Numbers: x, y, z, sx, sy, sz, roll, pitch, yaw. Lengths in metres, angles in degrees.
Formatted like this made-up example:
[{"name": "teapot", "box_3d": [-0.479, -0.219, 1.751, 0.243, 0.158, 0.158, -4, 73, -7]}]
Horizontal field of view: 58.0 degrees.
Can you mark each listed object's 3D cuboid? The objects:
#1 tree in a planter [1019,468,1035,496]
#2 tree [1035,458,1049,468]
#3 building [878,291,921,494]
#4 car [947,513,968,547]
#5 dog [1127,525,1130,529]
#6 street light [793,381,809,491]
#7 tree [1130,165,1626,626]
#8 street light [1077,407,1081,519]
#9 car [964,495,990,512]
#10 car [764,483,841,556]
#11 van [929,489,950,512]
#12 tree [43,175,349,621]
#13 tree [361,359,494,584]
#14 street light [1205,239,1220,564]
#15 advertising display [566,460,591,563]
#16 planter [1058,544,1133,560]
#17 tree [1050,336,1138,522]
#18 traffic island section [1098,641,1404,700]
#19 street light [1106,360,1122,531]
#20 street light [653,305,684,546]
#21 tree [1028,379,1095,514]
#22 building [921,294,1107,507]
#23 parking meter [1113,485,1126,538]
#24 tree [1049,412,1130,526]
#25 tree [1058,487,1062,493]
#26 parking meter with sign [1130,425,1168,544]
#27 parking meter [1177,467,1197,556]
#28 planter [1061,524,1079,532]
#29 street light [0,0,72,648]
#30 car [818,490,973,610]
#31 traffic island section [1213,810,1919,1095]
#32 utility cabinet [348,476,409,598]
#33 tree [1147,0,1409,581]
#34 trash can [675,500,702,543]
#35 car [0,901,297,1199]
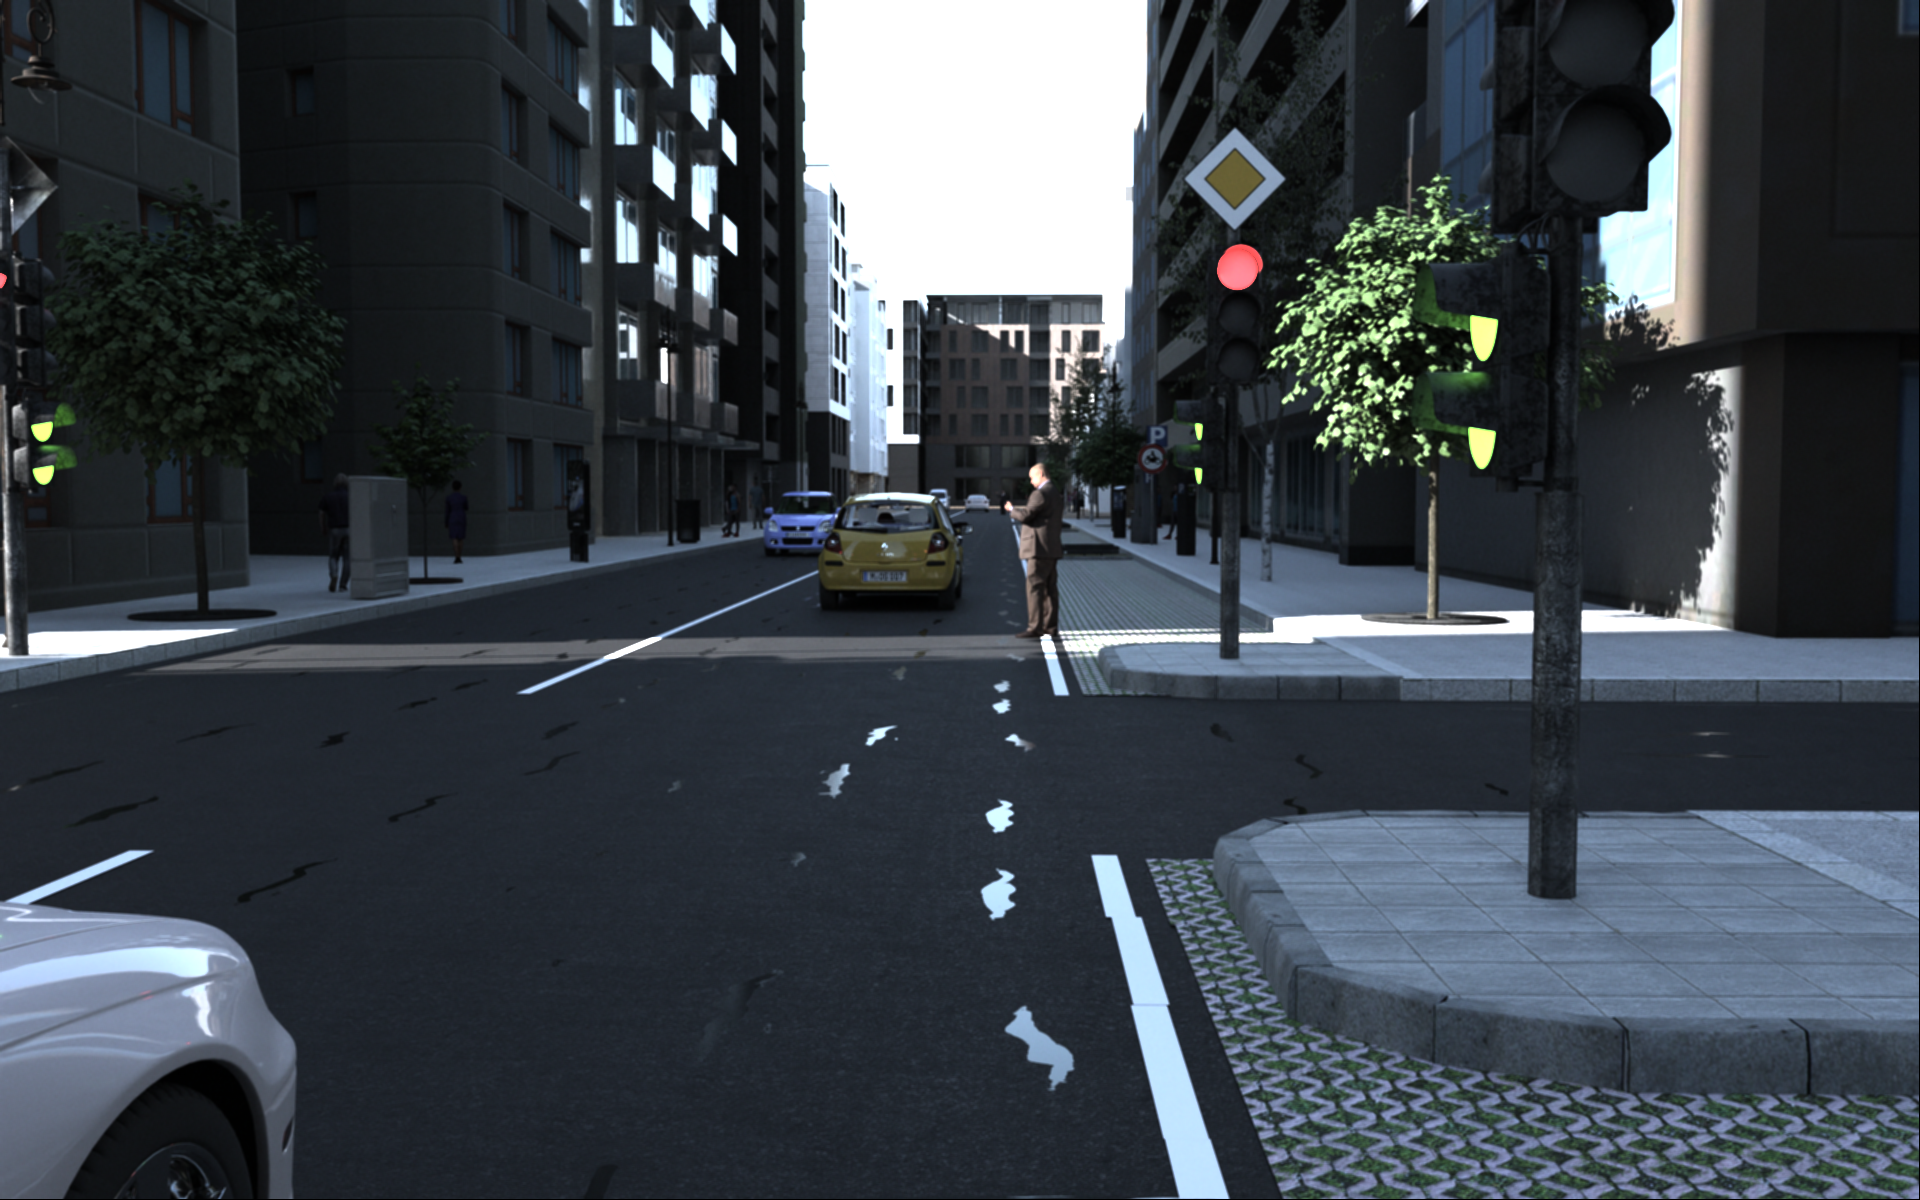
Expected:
[{"name": "tree in a planter", "box_3d": [4.795, -7.223, 115.322, 1.991, 3.239, 1.994, 0, 4, 1]}, {"name": "tree", "box_3d": [7.347, -9.539, 139.681, 4.285, 4.588, 4.351, 0, 3, 0]}, {"name": "building", "box_3d": [-20.146, -21.074, 188.529, 32.646, 21.610, 27.936, 0, 4, 1]}, {"name": "car", "box_3d": [-0.851, -0.998, 28.896, 1.945, 1.354, 3.894, 0, 4, 2]}, {"name": "dog", "box_3d": [6.214, -2.782, 63.217, 0.748, 0.427, 0.550, -2, 4, -33]}, {"name": "street light", "box_3d": [-6.476, -5.993, 70.774, 0.468, 5.910, 1.993, 0, 4, 1]}, {"name": "tree", "box_3d": [4.754, -2.068, 17.522, 4.285, 4.588, 4.351, 0, 3, 0]}, {"name": "street light", "box_3d": [6.030, -7.055, 88.138, 0.468, 5.910, 1.993, 0, 4, 1]}, {"name": "car", "box_3d": [1.348, -7.639, 137.260, 2.083, 1.381, 4.827, 0, 4, 0]}, {"name": "car", "box_3d": [-3.638, -1.935, 41.229, 1.945, 1.707, 3.694, 0, 4, 2]}, {"name": "van", "box_3d": [-1.756, -8.139, 140.087, 2.013, 2.044, 4.112, 0, 4, 3]}, {"name": "tree", "box_3d": [-7.947, -2.102, 18.089, 4.285, 4.588, 4.351, 0, 3, 0]}, {"name": "tree", "box_3d": [-7.817, -1.864, 25.083, 1.663, 3.219, 1.824, 0, 3, 0]}, {"name": "street light", "box_3d": [4.663, -3.594, 31.548, 0.468, 5.910, 1.993, 0, 4, 1]}, {"name": "advertising display", "box_3d": [-7.219, -1.686, 32.786, 0.123, 1.923, 0.974, -2, 4, -31]}, {"name": "planter", "box_3d": [2.772, -1.056, 38.398, 1.991, 0.319, 1.994, 0, 4, 1]}, {"name": "tree", "box_3d": [6.121, -7.923, 79.903, 4.737, 8.622, 4.395, 0, 3, 0]}, {"name": "traffic island section", "box_3d": [2.127, 0.535, 13.533, 2.009, 0.180, 2.903, 0, 4, 1]}, {"name": "street light", "box_3d": [5.310, -5.320, 59.771, 0.468, 5.910, 1.993, 0, 4, 1]}, {"name": "street light", "box_3d": [-7.139, -4.267, 42.552, 0.468, 5.910, 1.993, 0, 4, 1]}, {"name": "tree", "box_3d": [6.419, -9.709, 109.098, 4.360, 8.622, 3.978, 0, 3, 0]}, {"name": "building", "box_3d": [13.015, -20.990, 187.158, 32.646, 21.610, 27.936, 0, 4, 1]}, {"name": "parking meter", "box_3d": [4.669, -2.584, 50.655, 0.372, 1.533, 0.369, 0, 3, 0]}, {"name": "tree", "box_3d": [6.174, -5.226, 69.153, 4.285, 4.588, 4.351, 0, 3, 0]}, {"name": "tree", "box_3d": [8.277, -9.416, 148.546, 1.663, 3.219, 1.824, 0, 3, 0]}, {"name": "parking meter with sign", "box_3d": [4.831, -2.975, 44.897, 0.543, 3.016, 1.738, -1, 4, -12]}, {"name": "parking meter", "box_3d": [4.729, -1.861, 36.147, 0.255, 1.863, 0.399, -2, 4, -29]}, {"name": "planter", "box_3d": [3.489, -2.732, 65.812, 1.991, 0.319, 1.994, 0, 4, 1]}, {"name": "street light", "box_3d": [-7.931, -2.541, 14.333, 0.468, 5.910, 1.993, 0, 4, 1]}, {"name": "car", "box_3d": [-0.849, -0.774, 22.887, 2.015, 1.641, 3.980, 0, 4, 2]}, {"name": "traffic island section", "box_3d": [1.918, 1.023, 5.550, 2.009, 0.180, 2.903, 0, 4, 1]}, {"name": "utility cabinet", "box_3d": [-7.195, -0.784, 21.499, 0.318, 1.500, 1.173, 0, 4, 3]}, {"name": "tree", "box_3d": [4.566, -4.599, 25.562, 4.360, 8.622, 3.978, 0, 3, 0]}, {"name": "trash can", "box_3d": [-7.111, -2.060, 45.330, 0.748, 1.137, 0.748, 0, 3, 0]}, {"name": "car", "box_3d": [-2.063, 0.701, 0.905, 2.083, 1.381, 4.827, 0, 4, 3]}]
